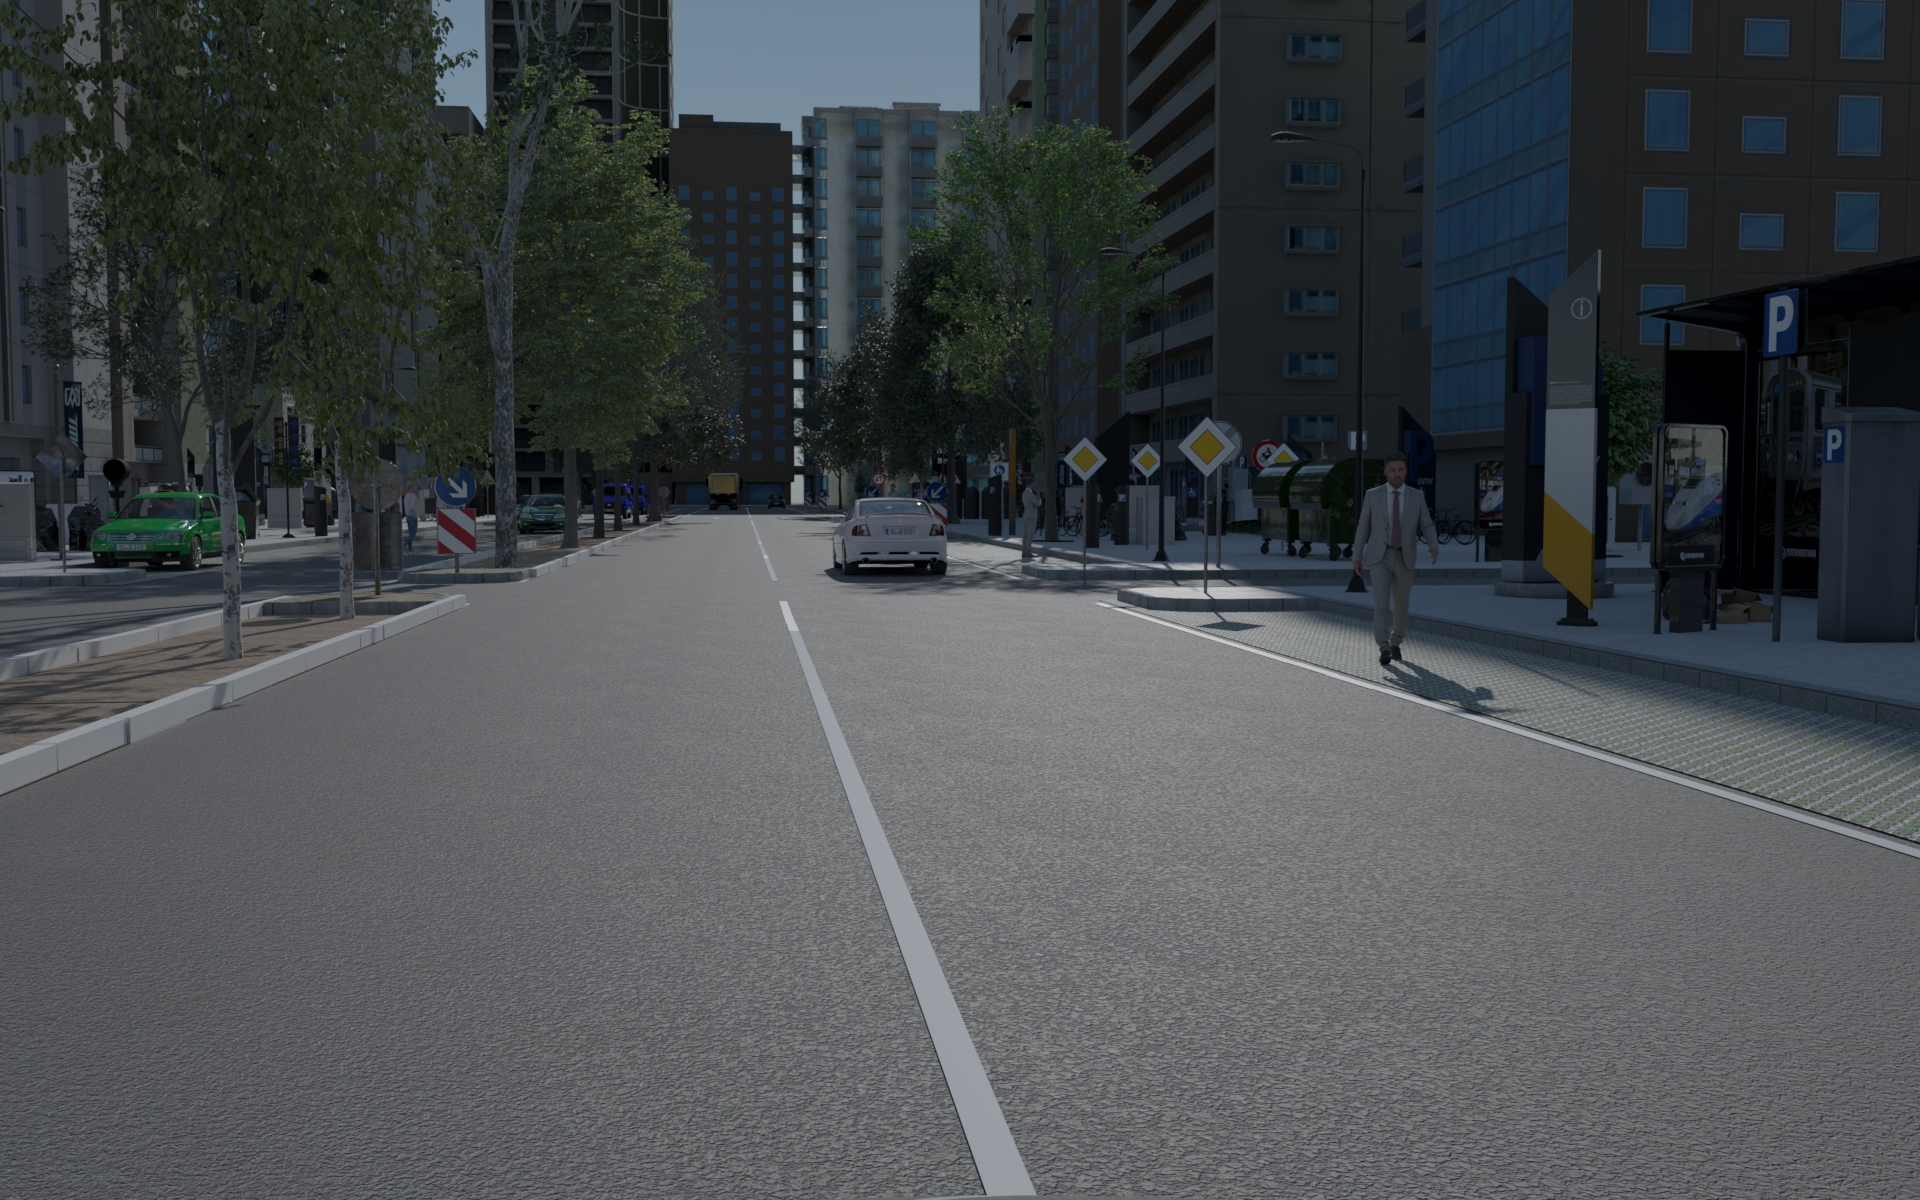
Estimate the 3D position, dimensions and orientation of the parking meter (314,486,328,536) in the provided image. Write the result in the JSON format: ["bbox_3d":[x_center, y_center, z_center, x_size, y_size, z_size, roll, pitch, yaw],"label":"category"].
[{"bbox_3d":[-19.414,-2.703,52.609,0.372,1.533,0.369,0,3,0],"label":"parking meter"}]

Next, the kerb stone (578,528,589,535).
[{"bbox_3d":[-13.603,-2.470,62.581,0.120,0.150,1.000,0,4,-7],"label":"kerb stone"}]

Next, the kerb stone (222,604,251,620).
[{"bbox_3d":[-8.129,0.178,19.278,0.120,0.150,1.000,0,4,-7],"label":"kerb stone"}]

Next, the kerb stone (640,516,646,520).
[{"bbox_3d":[-18.352,-4.773,100.235,0.120,0.150,1.000,0,4,-7],"label":"kerb stone"}]

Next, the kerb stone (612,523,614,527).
[{"bbox_3d":[-15.139,-3.216,74.782,0.120,0.150,1.000,0,4,-7],"label":"kerb stone"}]

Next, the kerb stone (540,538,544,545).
[{"bbox_3d":[-11.795,-1.596,48.342,0.120,0.150,1.000,0,4,-7],"label":"kerb stone"}]

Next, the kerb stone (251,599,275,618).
[{"bbox_3d":[-8.251,0.116,20.293,0.120,0.150,1.000,0,4,-7],"label":"kerb stone"}]

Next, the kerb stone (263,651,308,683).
[{"bbox_3d":[-5.278,0.534,13.464,0.120,0.150,1.000,0,4,-7],"label":"kerb stone"}]

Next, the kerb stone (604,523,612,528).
[{"bbox_3d":[-15.014,-3.154,73.762,0.120,0.150,1.000,0,4,-7],"label":"kerb stone"}]

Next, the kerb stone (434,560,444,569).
[{"bbox_3d":[-9.741,-0.603,32.055,0.120,0.150,1.000,0,4,-7],"label":"kerb stone"}]

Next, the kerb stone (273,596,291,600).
[{"bbox_3d":[-8.386,0.054,21.306,0.120,0.150,1.000,0,4,-7],"label":"kerb stone"}]

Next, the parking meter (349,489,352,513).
[{"bbox_3d":[-28.373,-4.392,80.220,0.372,1.533,0.369,0,3,0],"label":"parking meter"}]

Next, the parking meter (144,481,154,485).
[{"bbox_3d":[-37.474,-4.550,80.096,0.399,1.863,0.255,1,4,19],"label":"parking meter"}]

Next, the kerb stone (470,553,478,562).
[{"bbox_3d":[-10.256,-0.853,36.135,0.120,0.150,1.000,0,4,-7],"label":"kerb stone"}]

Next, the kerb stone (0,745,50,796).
[{"bbox_3d":[-4.638,0.847,8.394,0.120,0.150,1.000,0,4,-7],"label":"kerb stone"}]

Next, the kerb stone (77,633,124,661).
[{"bbox_3d":[-7.606,0.430,15.202,0.120,0.150,1.000,0,4,-7],"label":"kerb stone"}]

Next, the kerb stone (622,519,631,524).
[{"bbox_3d":[-16.555,-3.901,85.970,0.120,0.150,1.000,0,4,-7],"label":"kerb stone"}]

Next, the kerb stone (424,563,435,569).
[{"bbox_3d":[-9.612,-0.538,31.030,0.120,0.150,1.000,0,4,-7],"label":"kerb stone"}]

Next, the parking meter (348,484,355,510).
[{"bbox_3d":[-35.182,-5.777,100.168,0.255,1.863,0.399,1,4,10],"label":"parking meter"}]

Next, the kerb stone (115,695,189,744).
[{"bbox_3d":[-4.881,0.720,10.424,0.120,0.150,1.000,0,4,-7],"label":"kerb stone"}]

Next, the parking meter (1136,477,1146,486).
[{"bbox_3d":[6.171,-3.239,58.676,0.399,1.863,0.255,0,4,6],"label":"parking meter"}]

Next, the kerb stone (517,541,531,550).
[{"bbox_3d":[-11.417,-1.413,45.294,0.120,0.150,1.000,0,4,-7],"label":"kerb stone"}]

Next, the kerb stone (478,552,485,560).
[{"bbox_3d":[-10.384,-0.911,37.149,0.120,0.150,1.000,0,4,-7],"label":"kerb stone"}]

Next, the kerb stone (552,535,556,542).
[{"bbox_3d":[-12.184,-1.785,51.400,0.120,0.150,1.000,0,4,-7],"label":"kerb stone"}]

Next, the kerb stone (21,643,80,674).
[{"bbox_3d":[-7.485,0.490,14.186,0.120,0.150,1.000,0,4,-7],"label":"kerb stone"}]

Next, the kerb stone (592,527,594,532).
[{"bbox_3d":[-13.850,-2.591,64.617,0.120,0.150,1.000,0,4,-7],"label":"kerb stone"}]

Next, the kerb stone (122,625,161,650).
[{"bbox_3d":[-7.740,0.373,16.218,0.120,0.150,1.000,0,4,-7],"label":"kerb stone"}]

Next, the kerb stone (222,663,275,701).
[{"bbox_3d":[-5.143,0.597,12.451,0.120,0.150,1.000,0,4,-7],"label":"kerb stone"}]

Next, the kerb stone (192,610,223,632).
[{"bbox_3d":[-8.004,0.241,18.259,0.120,0.150,1.000,0,4,-7],"label":"kerb stone"}]

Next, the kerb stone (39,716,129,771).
[{"bbox_3d":[-4.767,0.782,9.408,0.120,0.150,1.000,0,4,-7],"label":"kerb stone"}]

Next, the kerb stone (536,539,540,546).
[{"bbox_3d":[-11.674,-1.536,47.325,0.120,0.150,1.000,0,4,-7],"label":"kerb stone"}]

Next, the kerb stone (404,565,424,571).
[{"bbox_3d":[-9.480,-0.476,30.002,0.120,0.150,1.000,0,4,-7],"label":"kerb stone"}]

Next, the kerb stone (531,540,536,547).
[{"bbox_3d":[-11.539,-1.475,46.309,0.120,0.150,1.000,0,4,-7],"label":"kerb stone"}]

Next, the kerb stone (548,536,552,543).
[{"bbox_3d":[-12.056,-1.724,50.381,0.120,0.150,1.000,0,4,-7],"label":"kerb stone"}]

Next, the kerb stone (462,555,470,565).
[{"bbox_3d":[-10.126,-0.787,35.114,0.120,0.150,1.000,0,4,-7],"label":"kerb stone"}]

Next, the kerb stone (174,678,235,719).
[{"bbox_3d":[-5.014,0.658,11.437,0.120,0.150,1.000,0,4,-7],"label":"kerb stone"}]

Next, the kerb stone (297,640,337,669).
[{"bbox_3d":[-5.408,0.472,14.478,0.120,0.150,1.000,0,4,-7],"label":"kerb stone"}]

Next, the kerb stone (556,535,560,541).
[{"bbox_3d":[-12.310,-1.848,52.422,0.120,0.150,1.000,0,4,-7],"label":"kerb stone"}]

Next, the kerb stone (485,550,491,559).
[{"bbox_3d":[-10.520,-0.975,38.167,0.120,0.150,1.000,0,4,-7],"label":"kerb stone"}]

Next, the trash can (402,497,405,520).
[{"bbox_3d":[-28.235,-4.610,87.026,0.748,1.137,0.748,0,3,0],"label":"trash can"}]

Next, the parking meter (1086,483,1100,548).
[{"bbox_3d":[3.130,-2.004,41.179,0.372,1.533,0.369,0,3,0],"label":"parking meter"}]

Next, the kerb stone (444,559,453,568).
[{"bbox_3d":[-9.876,-0.665,33.069,0.120,0.150,1.000,0,4,-7],"label":"kerb stone"}]

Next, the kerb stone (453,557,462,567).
[{"bbox_3d":[-9.997,-0.724,34.088,0.120,0.150,1.000,0,4,-7],"label":"kerb stone"}]

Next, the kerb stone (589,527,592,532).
[{"bbox_3d":[-13.724,-2.532,63.597,0.120,0.150,1.000,0,4,-7],"label":"kerb stone"}]

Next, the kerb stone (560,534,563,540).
[{"bbox_3d":[-12.445,-1.911,53.435,0.120,0.150,1.000,0,4,-7],"label":"kerb stone"}]

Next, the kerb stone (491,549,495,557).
[{"bbox_3d":[-10.636,-1.035,39.183,0.120,0.150,1.000,0,4,-7],"label":"kerb stone"}]

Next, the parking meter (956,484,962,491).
[{"bbox_3d":[-0.135,-5.523,96.018,0.399,1.863,0.255,-2,4,-31],"label":"parking meter"}]

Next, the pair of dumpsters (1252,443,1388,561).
[{"bbox_3d":[7.290,-1.988,35.004,1.574,2.255,4.437,0,4,-7],"label":"pair of dumpsters"}]

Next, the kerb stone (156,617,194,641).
[{"bbox_3d":[-7.869,0.303,17.243,0.120,0.150,1.000,0,4,-7],"label":"kerb stone"}]

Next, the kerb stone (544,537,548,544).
[{"bbox_3d":[-11.920,-1.662,49.365,0.120,0.150,1.000,0,4,-7],"label":"kerb stone"}]

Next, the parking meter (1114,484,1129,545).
[{"bbox_3d":[4.069,-2.150,43.559,0.372,1.533,0.369,0,3,0],"label":"parking meter"}]

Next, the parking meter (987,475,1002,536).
[{"bbox_3d":[1.065,-2.902,53.161,0.399,1.863,0.255,3,5,41],"label":"parking meter"}]

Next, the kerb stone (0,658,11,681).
[{"bbox_3d":[-7.362,0.561,13.172,0.120,0.150,1.000,0,4,-7],"label":"kerb stone"}]
